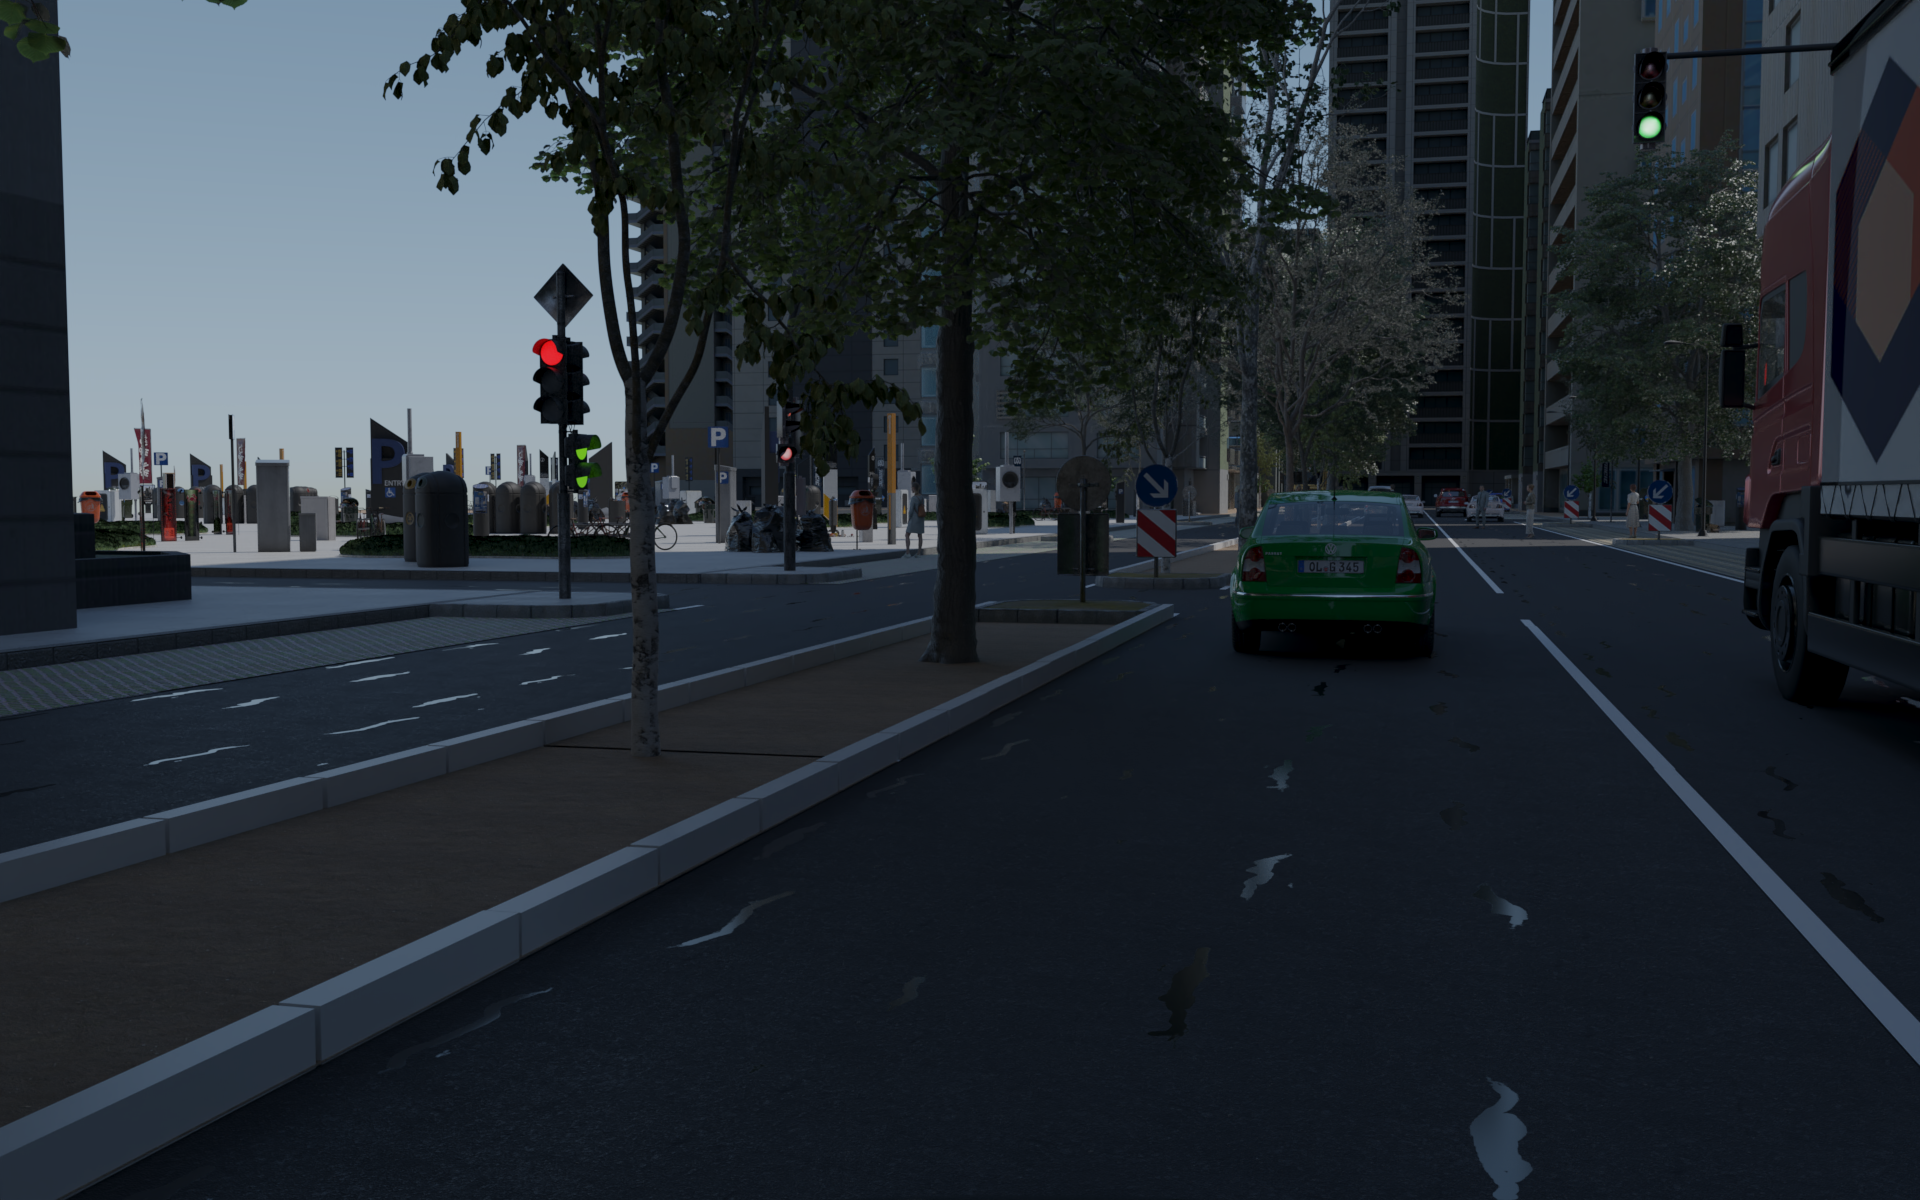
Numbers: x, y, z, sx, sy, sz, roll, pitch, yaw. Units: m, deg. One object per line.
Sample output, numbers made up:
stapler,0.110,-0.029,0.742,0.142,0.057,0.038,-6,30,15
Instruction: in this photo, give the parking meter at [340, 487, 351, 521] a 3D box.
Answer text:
parking meter,-22.266,-3.328,62.830,0.372,1.533,0.369,0,3,0

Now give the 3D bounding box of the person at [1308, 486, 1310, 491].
person,14.721,-3.959,73.498,0.678,1.792,0.850,2,4,27

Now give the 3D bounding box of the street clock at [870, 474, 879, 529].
street clock,-3.106,-3.562,62.802,0.358,2.002,0.471,-1,4,-19

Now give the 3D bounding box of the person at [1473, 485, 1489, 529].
person,21.591,-3.859,71.692,0.391,1.810,0.635,-3,5,-41

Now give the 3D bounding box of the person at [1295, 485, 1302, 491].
person,13.260,-3.594,67.451,0.709,1.800,0.728,2,4,30

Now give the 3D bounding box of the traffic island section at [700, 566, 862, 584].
traffic island section,-2.869,-0.412,29.016,2.009,0.180,2.903,1,4,14

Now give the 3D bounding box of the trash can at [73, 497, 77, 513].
trash can,-50.637,-5.319,98.616,0.748,1.137,0.748,0,3,0

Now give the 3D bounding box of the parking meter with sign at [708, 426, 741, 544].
parking meter with sign,-6.135,-3.014,45.547,0.543,3.016,1.738,0,4,6

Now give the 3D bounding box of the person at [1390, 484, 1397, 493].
person,18.471,-4.032,74.207,0.659,1.850,0.755,-1,4,-9

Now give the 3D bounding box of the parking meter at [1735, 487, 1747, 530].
parking meter,27.883,-3.265,61.796,0.372,1.533,0.369,0,3,0

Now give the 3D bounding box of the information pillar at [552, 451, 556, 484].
information pillar,-22.321,-6.357,95.288,0.183,3.616,0.504,-2,4,-31

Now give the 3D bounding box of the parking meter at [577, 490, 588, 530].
parking meter,-13.624,-3.312,62.560,0.372,1.533,0.369,0,3,0

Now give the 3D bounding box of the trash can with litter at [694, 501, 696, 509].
trash can with litter,-12.748,-4.415,83.571,1.055,1.170,0.624,2,4,23

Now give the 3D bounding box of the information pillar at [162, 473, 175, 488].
information pillar,-27.163,-3.364,59.489,0.304,2.012,0.304,-3,5,-42

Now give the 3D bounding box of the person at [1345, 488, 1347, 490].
person,20.382,-5.071,91.757,0.694,1.780,0.624,3,4,38

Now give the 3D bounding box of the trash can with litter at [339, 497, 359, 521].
trash can with litter,-20.985,-2.951,59.641,0.624,1.170,1.055,-1,4,-10

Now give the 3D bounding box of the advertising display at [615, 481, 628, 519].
advertising display,-16.845,-4.980,86.635,0.974,1.923,0.123,2,4,27

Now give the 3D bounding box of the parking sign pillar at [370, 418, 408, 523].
parking sign pillar,-20.101,-4.442,61.095,1.447,3.967,1.447,-1,4,-14

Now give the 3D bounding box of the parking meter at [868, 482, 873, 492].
parking meter,-4.299,-4.810,84.349,0.255,1.863,0.399,-2,4,-24

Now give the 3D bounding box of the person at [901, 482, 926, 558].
person,-0.979,-1.776,38.549,0.522,1.701,0.512,3,4,36

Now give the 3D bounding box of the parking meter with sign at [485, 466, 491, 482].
parking meter with sign,-29.788,-6.909,109.231,0.543,3.016,1.738,-2,4,-26

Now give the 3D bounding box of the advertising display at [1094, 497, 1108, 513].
advertising display,6.135,-4.389,76.972,0.974,1.923,0.123,2,4,34

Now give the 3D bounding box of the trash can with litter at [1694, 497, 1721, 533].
trash can with litter,25.018,-2.841,57.842,0.624,1.170,1.055,-1,4,-15

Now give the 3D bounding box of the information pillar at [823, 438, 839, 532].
information pillar,-4.370,-4.110,58.560,0.504,3.616,0.183,-1,4,-20

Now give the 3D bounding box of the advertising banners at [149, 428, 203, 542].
advertising banners,-21.357,-3.091,46.729,0.090,3.025,2.074,2,4,26

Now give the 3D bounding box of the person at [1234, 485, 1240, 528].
person,11.907,-3.970,73.595,0.526,1.800,0.537,2,4,35

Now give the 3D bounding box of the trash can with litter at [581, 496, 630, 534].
trash can with litter,-10.792,-2.531,52.441,2.233,1.210,1.678,-1,4,-23

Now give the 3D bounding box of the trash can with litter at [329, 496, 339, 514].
trash can with litter,-29.958,-4.312,81.562,2.233,1.210,1.678,-3,4,-36

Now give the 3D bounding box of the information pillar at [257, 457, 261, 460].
information pillar,-43.861,-7.176,108.682,0.504,3.616,0.183,2,4,26

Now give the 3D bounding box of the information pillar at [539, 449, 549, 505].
information pillar,-21.610,-6.033,89.992,0.504,3.616,0.183,-2,4,-26

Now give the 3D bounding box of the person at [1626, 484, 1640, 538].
person,21.328,-2.812,55.045,0.480,1.755,0.524,-2,4,-24

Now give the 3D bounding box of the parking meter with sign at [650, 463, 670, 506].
parking meter with sign,-16.641,-6.119,96.311,0.543,3.016,1.738,-2,4,-35

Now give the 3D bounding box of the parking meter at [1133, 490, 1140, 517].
parking meter,9.939,-5.447,97.471,0.372,1.533,0.369,0,3,0

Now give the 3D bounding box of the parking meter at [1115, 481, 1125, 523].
parking meter,7.090,-4.350,76.838,0.399,1.863,0.255,0,4,-5

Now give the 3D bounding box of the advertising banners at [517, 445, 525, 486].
advertising banners,-16.129,-4.021,61.933,2.074,3.025,0.090,3,5,41

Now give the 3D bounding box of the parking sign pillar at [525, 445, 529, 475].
parking sign pillar,-23.932,-6.518,95.039,1.447,3.967,1.447,-1,4,-18

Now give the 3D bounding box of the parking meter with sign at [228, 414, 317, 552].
parking meter with sign,-15.172,-2.570,38.277,1.738,3.016,0.543,-1,4,-18

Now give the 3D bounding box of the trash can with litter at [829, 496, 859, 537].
trash can with litter,-3.693,-2.531,52.446,1.678,1.210,2.233,0,4,2

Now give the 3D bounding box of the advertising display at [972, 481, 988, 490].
advertising display,0.903,-4.966,86.404,0.974,1.923,0.123,-1,4,-21

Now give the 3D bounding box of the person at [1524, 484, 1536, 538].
person,18.525,-2.895,56.385,0.362,1.759,0.519,1,4,11

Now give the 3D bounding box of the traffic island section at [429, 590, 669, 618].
traffic island section,-4.869,0.061,21.285,2.009,0.180,2.903,1,4,14

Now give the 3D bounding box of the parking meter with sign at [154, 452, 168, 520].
parking meter with sign,-32.911,-4.597,71.423,0.543,3.016,1.738,-2,4,-25

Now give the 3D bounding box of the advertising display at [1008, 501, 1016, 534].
advertising display,1.704,-3.135,56.477,0.123,1.923,0.974,0,4,-6

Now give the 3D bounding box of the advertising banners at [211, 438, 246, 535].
advertising banners,-23.021,-3.568,54.526,2.074,3.025,0.090,3,4,38

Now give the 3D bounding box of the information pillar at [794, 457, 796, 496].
information pillar,-7.887,-5.570,82.416,0.183,3.616,0.504,0,4,-2

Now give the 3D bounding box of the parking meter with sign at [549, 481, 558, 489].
parking meter with sign,-22.949,-6.229,98.101,1.738,3.016,0.543,2,4,30

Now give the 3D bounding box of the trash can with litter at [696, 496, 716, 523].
trash can with litter,-10.888,-3.949,75.955,0.624,1.170,1.055,2,4,34

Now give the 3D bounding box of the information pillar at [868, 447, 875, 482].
information pillar,-4.396,-5.799,86.174,0.183,3.616,0.504,2,4,33

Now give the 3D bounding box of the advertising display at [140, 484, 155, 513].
advertising display,-54.139,-6.742,115.438,0.974,1.923,0.123,-3,5,-45

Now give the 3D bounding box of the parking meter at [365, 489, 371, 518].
parking meter,-29.004,-4.690,85.091,0.372,1.533,0.369,0,3,0

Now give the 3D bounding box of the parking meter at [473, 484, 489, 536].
parking meter,-11.544,-2.039,41.747,0.372,1.533,0.369,0,3,0

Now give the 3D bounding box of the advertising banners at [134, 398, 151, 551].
advertising banners,-15.362,-2.222,32.515,0.090,3.025,2.074,-2,4,-27

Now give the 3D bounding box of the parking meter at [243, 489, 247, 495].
parking meter,-33.928,-4.498,81.958,0.372,1.533,0.369,0,3,0

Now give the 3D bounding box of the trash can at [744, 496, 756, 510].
trash can,-12.902,-5.805,106.560,0.748,1.137,0.748,0,3,0
